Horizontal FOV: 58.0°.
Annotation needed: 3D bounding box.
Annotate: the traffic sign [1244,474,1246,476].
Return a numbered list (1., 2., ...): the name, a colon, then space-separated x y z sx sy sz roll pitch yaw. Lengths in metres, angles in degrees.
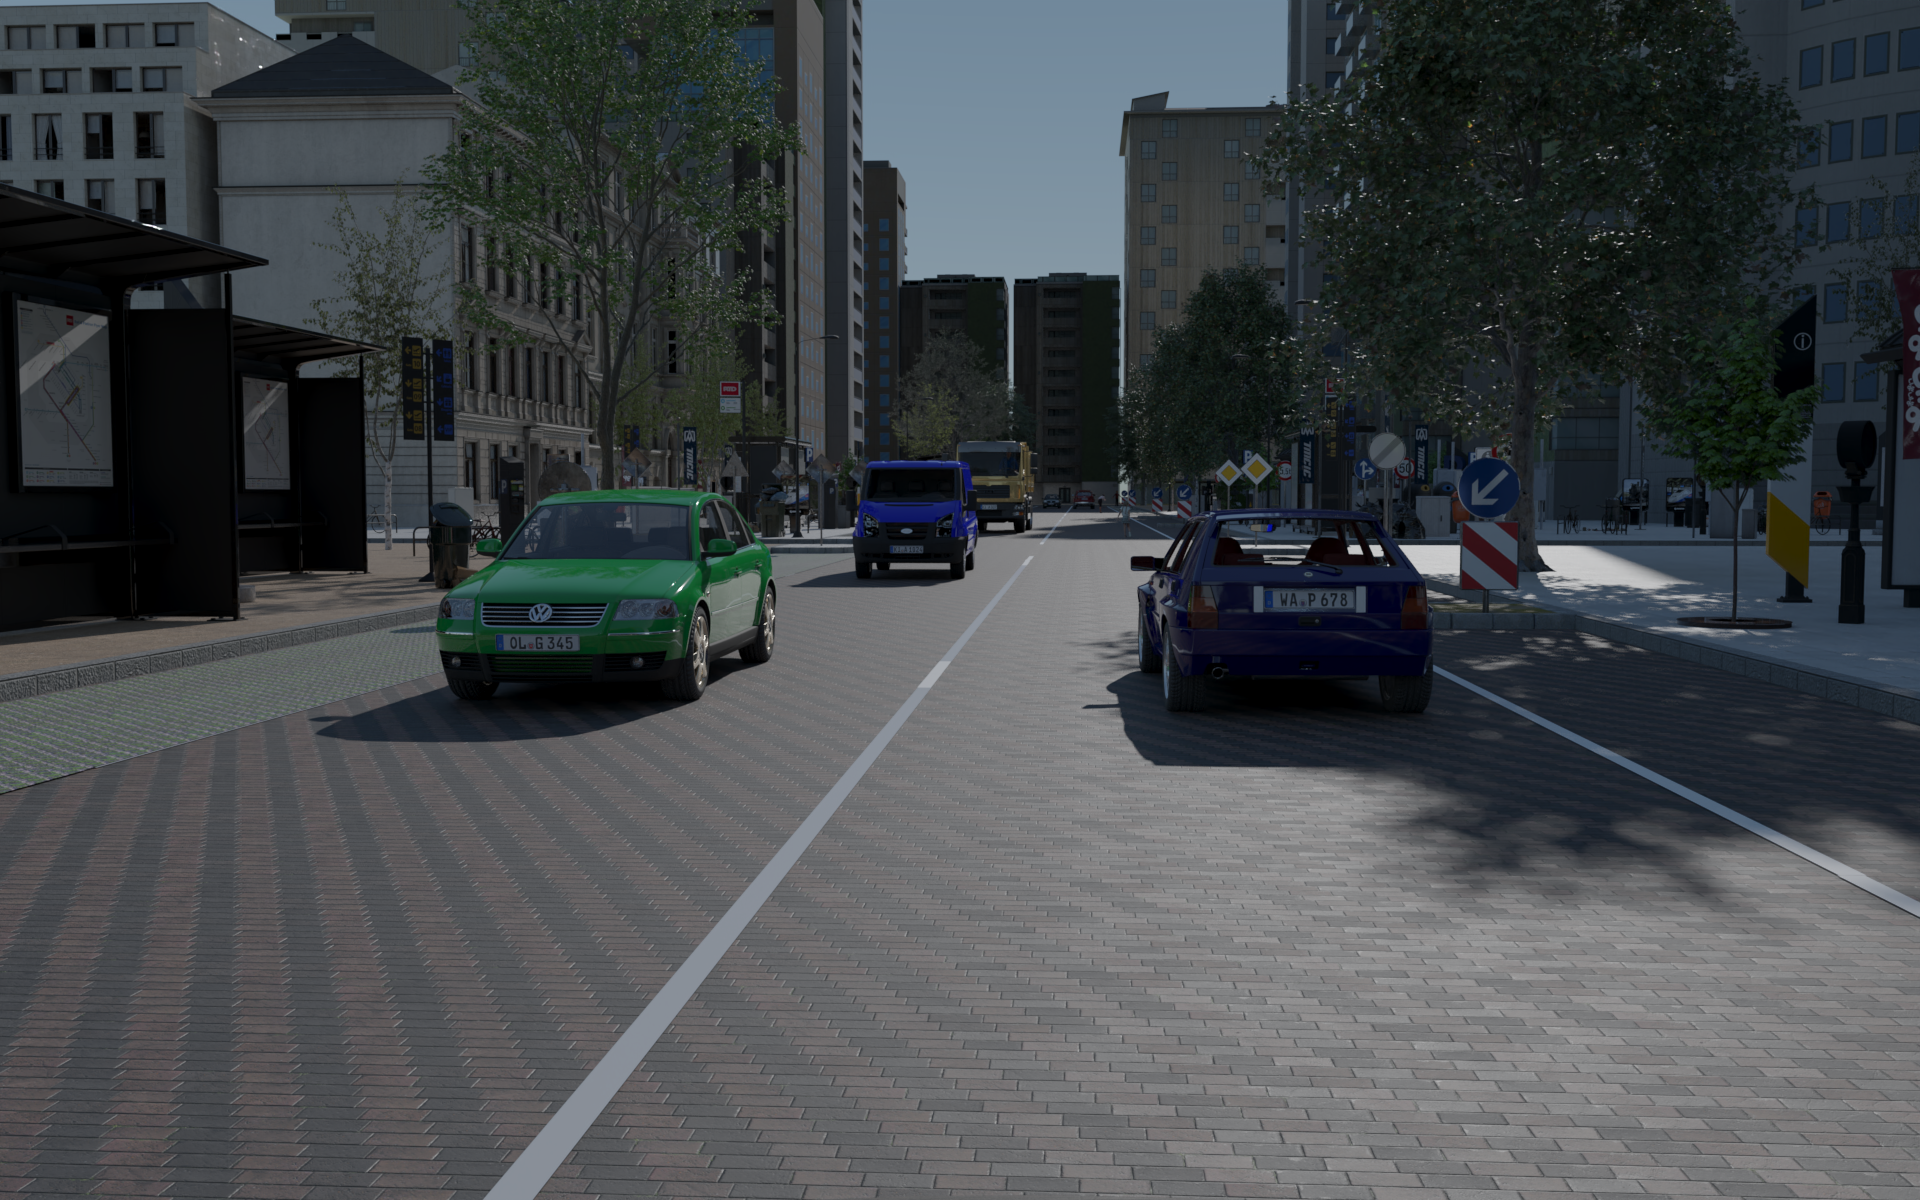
1. traffic sign: 17.195 -6.340 103.759 0.768 2.556 0.104 1 4 10

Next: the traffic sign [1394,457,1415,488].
1. traffic sign: 15.228 -3.620 59.294 0.768 2.556 0.104 1 4 10

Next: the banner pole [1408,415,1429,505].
1. banner pole: 14.459 -3.967 54.871 0.863 3.779 0.401 -1 4 -9

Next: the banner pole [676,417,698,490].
1. banner pole: -8.955 -4.067 56.512 0.863 3.779 0.401 -2 4 -29

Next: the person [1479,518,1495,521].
1. person: 13.408 -2.149 43.660 0.654 1.822 0.581 0 4 3

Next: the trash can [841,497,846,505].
1. trash can: -5.838 -4.763 89.530 0.748 1.137 0.748 0 3 0

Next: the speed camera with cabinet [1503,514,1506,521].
1. speed camera with cabinet: 19.045 -4.086 61.137 2.038 3.252 0.660 -2 4 -32

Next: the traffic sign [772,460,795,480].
1. traffic sign: -5.943 -3.495 58.321 0.795 2.450 0.064 0 4 5

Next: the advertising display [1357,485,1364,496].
1. advertising display: 27.013 -6.873 117.585 0.123 1.923 0.974 -3 5 -43

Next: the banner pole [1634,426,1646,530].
1. banner pole: 24.302 -4.383 61.683 0.401 3.779 0.863 1 4 14

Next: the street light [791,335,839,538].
1. street light: -4.243 -4.788 50.827 1.470 5.913 1.316 0 4 4

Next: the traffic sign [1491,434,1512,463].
1. traffic sign: 11.443 -2.201 36.084 0.768 2.556 0.104 1 4 11

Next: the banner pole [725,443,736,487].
1. banner pole: -10.193 -5.338 77.290 0.863 3.779 0.401 2 4 34

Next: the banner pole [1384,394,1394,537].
1. banner pole: 9.555 -2.972 38.617 0.401 3.779 0.863 2 4 29

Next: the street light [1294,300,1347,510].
1. street light: 8.693 -4.221 41.550 1.470 5.913 1.316 0 4 4

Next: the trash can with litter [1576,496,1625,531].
1. trash can with litter: 22.263 -3.005 60.182 2.233 1.210 1.678 -1 4 -12

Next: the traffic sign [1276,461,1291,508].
1. traffic sign: 12.438 -4.047 66.270 0.768 2.556 0.104 1 4 9

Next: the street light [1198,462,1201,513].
1. street light: 12.143 -7.282 91.608 1.470 5.913 1.316 0 4 4

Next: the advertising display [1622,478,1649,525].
1. advertising display: 27.706 -4.032 71.141 0.974 1.923 0.123 0 4 8

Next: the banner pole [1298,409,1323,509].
1. banner pole: 10.266 -3.696 50.453 0.863 3.779 0.401 0 4 -6

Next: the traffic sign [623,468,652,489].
1. traffic sign: -9.462 -3.110 50.845 0.884 2.594 0.081 1 4 9

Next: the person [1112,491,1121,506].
1. person: 17.994 -11.615 198.368 1.348 1.831 0.705 -2 4 -25

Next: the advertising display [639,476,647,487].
1. advertising display: -11.741 -3.590 63.904 0.123 1.923 0.974 -2 4 -25

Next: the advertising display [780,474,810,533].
1. advertising display: -5.375 -3.139 56.533 0.974 1.923 0.123 0 4 6

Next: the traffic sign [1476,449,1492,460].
1. traffic sign: 11.646 -2.202 38.133 0.606 2.300 0.079 1 4 13

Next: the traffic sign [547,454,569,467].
1. traffic sign: -10.234 -2.570 44.153 0.606 2.300 0.079 1 4 12

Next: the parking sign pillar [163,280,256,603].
1. parking sign pillar: -9.127 -1.953 20.411 1.447 3.967 1.447 3 5 42

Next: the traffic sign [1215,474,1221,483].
1. traffic sign: 14.034 -5.674 92.881 0.768 2.556 0.104 1 4 9

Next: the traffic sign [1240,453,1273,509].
1. traffic sign: 7.191 -2.348 42.027 0.795 2.450 0.064 0 4 4

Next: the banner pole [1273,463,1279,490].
1. banner pole: 22.704 -8.157 123.382 0.863 3.779 0.401 2 4 25

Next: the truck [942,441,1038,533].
1. truck: 1.365 -4.295 66.142 3.469 3.379 9.791 0 4 5

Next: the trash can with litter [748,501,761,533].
1. trash can with litter: -6.645 -2.828 57.621 0.624 1.170 1.055 2 4 34

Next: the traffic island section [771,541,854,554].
1. traffic island section: -3.449 -1.258 42.856 2.009 0.180 2.903 0 4 4

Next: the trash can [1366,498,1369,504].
1. trash can: 14.970 -3.120 62.665 0.748 1.137 0.748 0 3 0

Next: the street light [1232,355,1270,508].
1. street light: 9.749 -5.211 57.748 1.470 5.913 1.316 0 4 4

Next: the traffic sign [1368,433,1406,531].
1. traffic sign: 8.847 -2.193 35.969 0.768 2.556 0.104 0 4 6

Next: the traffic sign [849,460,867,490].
1. traffic sign: -2.864 -2.882 50.758 0.795 2.450 0.064 0 4 4

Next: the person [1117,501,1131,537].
1. person: 5.452 -2.686 57.437 0.505 1.210 0.382 1 4 15

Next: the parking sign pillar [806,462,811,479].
1. parking sign pillar: -8.532 -6.312 91.667 1.447 3.967 1.447 2 4 26

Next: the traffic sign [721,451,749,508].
1. traffic sign: -6.796 -3.195 52.238 0.884 2.594 0.081 1 4 11

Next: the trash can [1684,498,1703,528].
1. trash can: 27.788 -3.300 65.600 0.748 1.137 0.748 0 3 0

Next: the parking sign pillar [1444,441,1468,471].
1. parking sign pillar: 24.949 -6.030 87.062 1.447 3.967 1.447 -3 5 -42

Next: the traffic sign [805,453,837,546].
1. traffic sign: -3.425 -2.395 42.793 0.795 2.450 0.064 0 4 4

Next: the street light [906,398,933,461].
1. street light: -2.007 -6.787 83.511 1.470 5.913 1.316 0 4 4

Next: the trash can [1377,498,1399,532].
1. trash can: 13.847 -2.714 56.035 0.748 1.137 0.748 0 3 0

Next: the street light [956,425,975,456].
1. street light: 0.287 -8.786 116.191 1.470 5.913 1.316 0 4 4

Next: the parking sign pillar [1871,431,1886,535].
1. parking sign pillar: 29.277 -4.005 53.957 1.447 3.967 1.447 -1 4 -19

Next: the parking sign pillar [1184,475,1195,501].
1. parking sign pillar: 16.034 -8.102 120.946 1.447 3.967 1.447 0 4 -8

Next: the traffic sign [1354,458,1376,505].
1. traffic sign: 14.423 -3.767 61.691 0.768 2.556 0.104 1 4 8

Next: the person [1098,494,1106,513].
1. person: 10.619 -7.208 129.542 0.628 1.438 0.799 0 4 3

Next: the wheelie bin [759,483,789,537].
1. wheelie bin: -5.558 -2.665 51.488 0.980 1.594 0.693 1 4 14

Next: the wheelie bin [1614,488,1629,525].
1. wheelie bin: 28.032 -3.989 73.126 0.693 1.594 0.980 0 4 5

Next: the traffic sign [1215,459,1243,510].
1. traffic sign: 7.752 -2.835 49.992 0.795 2.450 0.064 0 4 4

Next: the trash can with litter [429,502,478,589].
1. trash can with litter: -6.735 -0.737 23.437 0.624 1.170 1.055 -3 5 -42

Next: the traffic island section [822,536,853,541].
1. traffic island section: -2.888 -1.746 50.821 2.009 0.180 2.903 0 4 4

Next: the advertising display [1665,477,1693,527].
1. advertising display: 28.029 -3.809 67.498 0.974 1.923 0.123 1 4 16

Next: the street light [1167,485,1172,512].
1. street light: 14.506 -9.281 124.283 1.470 5.913 1.316 0 4 4

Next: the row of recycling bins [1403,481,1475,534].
1. row of recycling bins: 16.186 -3.006 56.266 3.534 1.692 1.069 0 4 2

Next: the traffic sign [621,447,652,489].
1. traffic sign: -7.993 -2.547 42.823 0.795 2.450 0.064 1 4 9
